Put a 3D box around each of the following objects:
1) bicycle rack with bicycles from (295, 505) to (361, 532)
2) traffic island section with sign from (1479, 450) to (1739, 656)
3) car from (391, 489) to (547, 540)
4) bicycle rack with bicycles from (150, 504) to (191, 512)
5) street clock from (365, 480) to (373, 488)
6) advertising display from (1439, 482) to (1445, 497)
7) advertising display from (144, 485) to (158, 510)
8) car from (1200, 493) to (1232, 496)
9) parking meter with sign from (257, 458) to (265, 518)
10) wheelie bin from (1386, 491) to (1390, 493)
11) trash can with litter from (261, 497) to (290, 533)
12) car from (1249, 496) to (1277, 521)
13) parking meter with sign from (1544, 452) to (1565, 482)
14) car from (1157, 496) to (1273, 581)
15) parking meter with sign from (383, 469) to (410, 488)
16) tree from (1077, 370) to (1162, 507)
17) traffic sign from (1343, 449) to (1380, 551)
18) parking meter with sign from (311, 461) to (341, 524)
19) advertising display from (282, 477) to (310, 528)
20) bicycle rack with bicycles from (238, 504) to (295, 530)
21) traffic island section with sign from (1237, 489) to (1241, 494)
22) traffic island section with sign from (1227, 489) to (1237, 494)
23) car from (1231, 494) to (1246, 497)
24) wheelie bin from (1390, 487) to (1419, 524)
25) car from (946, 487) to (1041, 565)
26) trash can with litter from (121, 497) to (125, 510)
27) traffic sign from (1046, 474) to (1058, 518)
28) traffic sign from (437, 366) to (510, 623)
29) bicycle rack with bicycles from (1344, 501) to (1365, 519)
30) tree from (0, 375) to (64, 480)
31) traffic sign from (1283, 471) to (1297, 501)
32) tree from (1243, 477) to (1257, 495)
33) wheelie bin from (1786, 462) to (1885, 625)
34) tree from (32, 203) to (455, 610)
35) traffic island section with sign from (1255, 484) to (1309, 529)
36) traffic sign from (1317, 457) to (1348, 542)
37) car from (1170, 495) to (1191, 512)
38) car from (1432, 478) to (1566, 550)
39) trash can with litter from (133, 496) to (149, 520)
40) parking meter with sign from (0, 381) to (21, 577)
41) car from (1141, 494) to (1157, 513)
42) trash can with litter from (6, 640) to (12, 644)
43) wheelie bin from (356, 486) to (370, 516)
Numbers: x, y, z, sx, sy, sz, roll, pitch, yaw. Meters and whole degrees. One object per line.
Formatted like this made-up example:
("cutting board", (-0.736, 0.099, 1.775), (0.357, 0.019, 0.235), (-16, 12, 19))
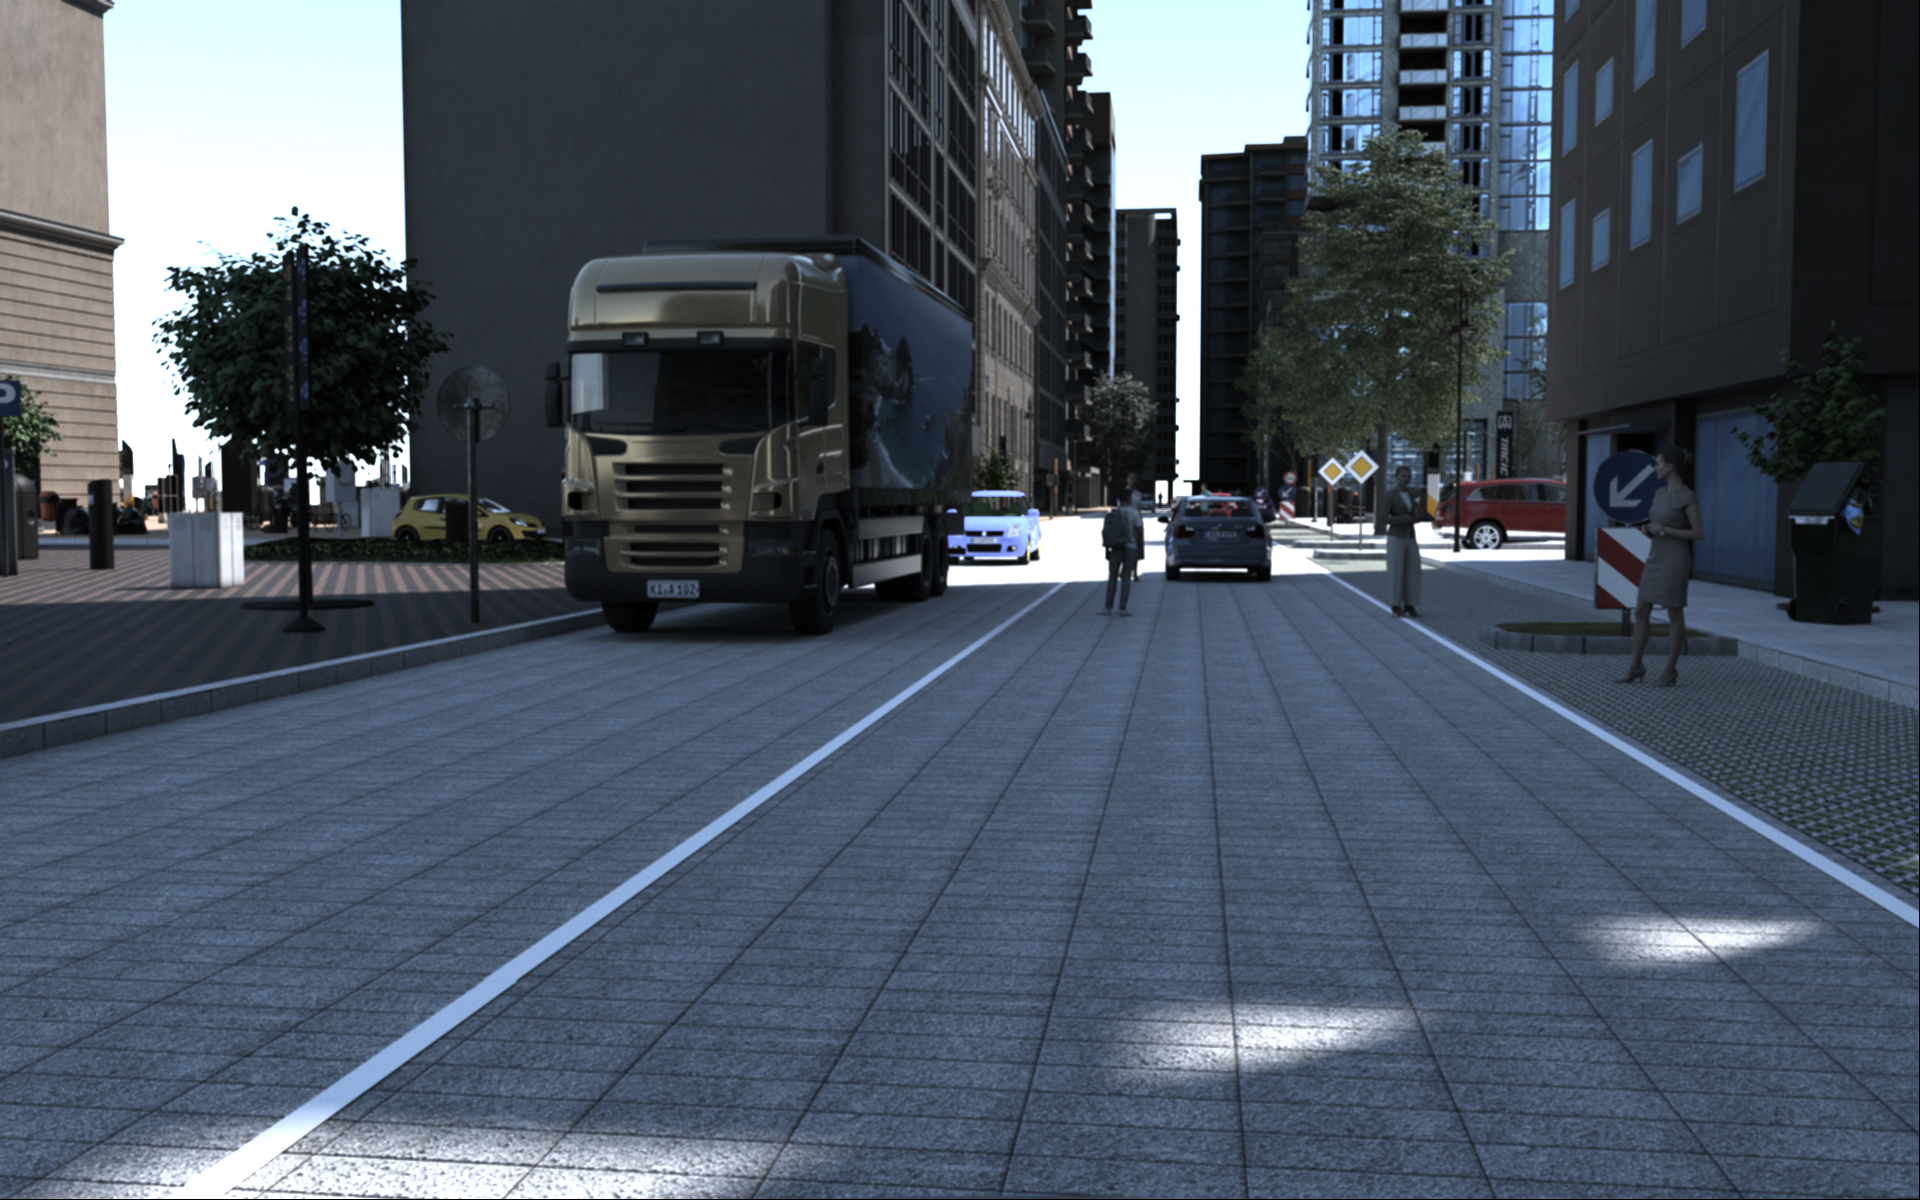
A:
("bicycle rack with bicycles", (-20.712, -2.824, 59.553), (2.852, 0.926, 2.925), (0, 4, 5))
("traffic island section with sign", (5.998, -0.469, 16.292), (1.989, 1.847, 2.006), (0, 4, 8))
("car", (-12.953, -2.177, 45.822), (3.980, 1.641, 2.015), (1, 4, 9))
("bicycle rack with bicycles", (-50.880, -6.003, 111.537), (2.925, 0.926, 2.852), (0, 4, 7))
("street clock", (-30.250, -5.143, 88.651), (0.358, 2.002, 0.471), (-3, 5, -39))
("advertising display", (26.280, -5.537, 95.742), (0.974, 1.923, 0.123), (1, 4, 15))
("advertising display", (-54.800, -6.864, 117.434), (0.974, 1.923, 0.123), (0, 4, 8))
("car", (10.415, -3.763, 70.559), (2.155, 1.783, 4.494), (1, 4, 9))
("parking meter with sign", (-30.232, -4.715, 73.358), (1.738, 3.016, 0.543), (2, 4, 27))
("wheelie bin", (27.695, -6.326, 111.332), (0.693, 1.594, 0.980), (1, 4, 22))
("trash can with litter", (-22.601, -2.794, 57.064), (1.055, 1.170, 0.624), (2, 4, 25))
("car", (15.903, -4.867, 92.161), (1.945, 1.354, 3.894), (1, 4, 9))
("parking meter with sign", (24.531, -4.609, 71.619), (1.738, 3.016, 0.543), (-2, 4, -28))
("car", (4.427, -1.100, 29.991), (2.014, 1.417, 4.499), (0, 4, 6))
("parking meter with sign", (-38.470, -7.434, 117.802), (1.738, 3.016, 0.543), (1, 4, 18))
("tree", (15.907, -16.611, 178.239), (9.857, 13.997, 8.962), (0, 3, 0))
("traffic sign", (8.969, -2.147, 38.747), (0.795, 2.450, 0.064), (0, 4, 8))
("parking meter with sign", (-26.741, -4.719, 73.415), (1.738, 3.016, 0.543), (1, 4, 21))
("advertising display", (-25.273, -3.716, 65.970), (0.974, 1.923, 0.123), (-1, 4, -9))
("bicycle rack with bicycles", (-24.844, -2.978, 62.075), (2.925, 0.926, 2.852), (0, 4, -7))
("traffic island section with sign", (16.941, -5.490, 98.384), (1.989, 1.847, 2.006), (0, 4, 8))
("traffic island section with sign", (27.107, -10.153, 174.624), (1.989, 1.847, 2.006), (0, 4, 8))
("car", (21.705, -7.688, 135.489), (2.009, 1.686, 4.222), (0, 4, 8))
("wheelie bin", (19.256, -4.077, 74.574), (0.980, 1.594, 0.693), (-1, 4, -16))
("car", (0.731, -1.634, 36.309), (1.945, 1.707, 3.694), (0, 4, 8))
("trash can with litter", (-34.672, -3.627, 70.691), (1.055, 1.170, 0.624), (-1, 4, -19))
("traffic sign", (4.696, -5.277, 88.403), (0.606, 2.300, 0.079), (1, 4, 17))
("traffic sign", (-4.840, -1.046, 17.209), (0.768, 2.556, 0.104), (1, 4, 9))
("bicycle rack with bicycles", (20.867, -4.621, 88.934), (2.925, 0.926, 2.852), (-1, 4, -17))
("tree", (-22.750, -3.464, 40.349), (4.285, 4.588, 4.351), (0, 3, 0))
("traffic sign", (18.403, -5.902, 96.596), (0.768, 2.556, 0.104), (1, 4, 12))
("tree", (33.058, -12.415, 197.589), (1.663, 3.219, 1.824), (0, 3, 0))
("wheelie bin", (8.718, -0.573, 17.277), (0.693, 1.594, 0.980), (-1, 4, -18))
("tree", (-7.434, -2.208, 19.808), (4.285, 4.588, 4.351), (0, 3, 0))
("traffic island section with sign", (13.379, -3.855, 71.664), (1.989, 1.847, 2.006), (0, 4, 8))
("traffic sign", (10.024, -2.631, 46.662), (0.795, 2.450, 0.064), (0, 4, 8))
("car", (18.407, -7.998, 143.126), (2.083, 1.381, 4.827), (0, 4, 8))
("car", (14.180, -2.034, 41.933), (5.304, 1.827, 2.281), (1, 4, 10))
("trash can with litter", (-40.433, -4.516, 85.217), (0.624, 1.170, 1.055), (0, 4, 1))
("parking meter with sign", (-15.168, -1.904, 27.393), (0.543, 3.016, 1.738), (-2, 4, -31))
("car", (14.096, -7.394, 132.887), (2.014, 1.417, 4.499), (0, 4, 6))
("trash can with litter", (-9.224, -0.255, 15.228), (1.678, 1.210, 2.233), (-2, 4, -24))
("wheelie bin", (-23.157, -3.619, 67.084), (0.693, 1.594, 0.980), (2, 4, 32))
